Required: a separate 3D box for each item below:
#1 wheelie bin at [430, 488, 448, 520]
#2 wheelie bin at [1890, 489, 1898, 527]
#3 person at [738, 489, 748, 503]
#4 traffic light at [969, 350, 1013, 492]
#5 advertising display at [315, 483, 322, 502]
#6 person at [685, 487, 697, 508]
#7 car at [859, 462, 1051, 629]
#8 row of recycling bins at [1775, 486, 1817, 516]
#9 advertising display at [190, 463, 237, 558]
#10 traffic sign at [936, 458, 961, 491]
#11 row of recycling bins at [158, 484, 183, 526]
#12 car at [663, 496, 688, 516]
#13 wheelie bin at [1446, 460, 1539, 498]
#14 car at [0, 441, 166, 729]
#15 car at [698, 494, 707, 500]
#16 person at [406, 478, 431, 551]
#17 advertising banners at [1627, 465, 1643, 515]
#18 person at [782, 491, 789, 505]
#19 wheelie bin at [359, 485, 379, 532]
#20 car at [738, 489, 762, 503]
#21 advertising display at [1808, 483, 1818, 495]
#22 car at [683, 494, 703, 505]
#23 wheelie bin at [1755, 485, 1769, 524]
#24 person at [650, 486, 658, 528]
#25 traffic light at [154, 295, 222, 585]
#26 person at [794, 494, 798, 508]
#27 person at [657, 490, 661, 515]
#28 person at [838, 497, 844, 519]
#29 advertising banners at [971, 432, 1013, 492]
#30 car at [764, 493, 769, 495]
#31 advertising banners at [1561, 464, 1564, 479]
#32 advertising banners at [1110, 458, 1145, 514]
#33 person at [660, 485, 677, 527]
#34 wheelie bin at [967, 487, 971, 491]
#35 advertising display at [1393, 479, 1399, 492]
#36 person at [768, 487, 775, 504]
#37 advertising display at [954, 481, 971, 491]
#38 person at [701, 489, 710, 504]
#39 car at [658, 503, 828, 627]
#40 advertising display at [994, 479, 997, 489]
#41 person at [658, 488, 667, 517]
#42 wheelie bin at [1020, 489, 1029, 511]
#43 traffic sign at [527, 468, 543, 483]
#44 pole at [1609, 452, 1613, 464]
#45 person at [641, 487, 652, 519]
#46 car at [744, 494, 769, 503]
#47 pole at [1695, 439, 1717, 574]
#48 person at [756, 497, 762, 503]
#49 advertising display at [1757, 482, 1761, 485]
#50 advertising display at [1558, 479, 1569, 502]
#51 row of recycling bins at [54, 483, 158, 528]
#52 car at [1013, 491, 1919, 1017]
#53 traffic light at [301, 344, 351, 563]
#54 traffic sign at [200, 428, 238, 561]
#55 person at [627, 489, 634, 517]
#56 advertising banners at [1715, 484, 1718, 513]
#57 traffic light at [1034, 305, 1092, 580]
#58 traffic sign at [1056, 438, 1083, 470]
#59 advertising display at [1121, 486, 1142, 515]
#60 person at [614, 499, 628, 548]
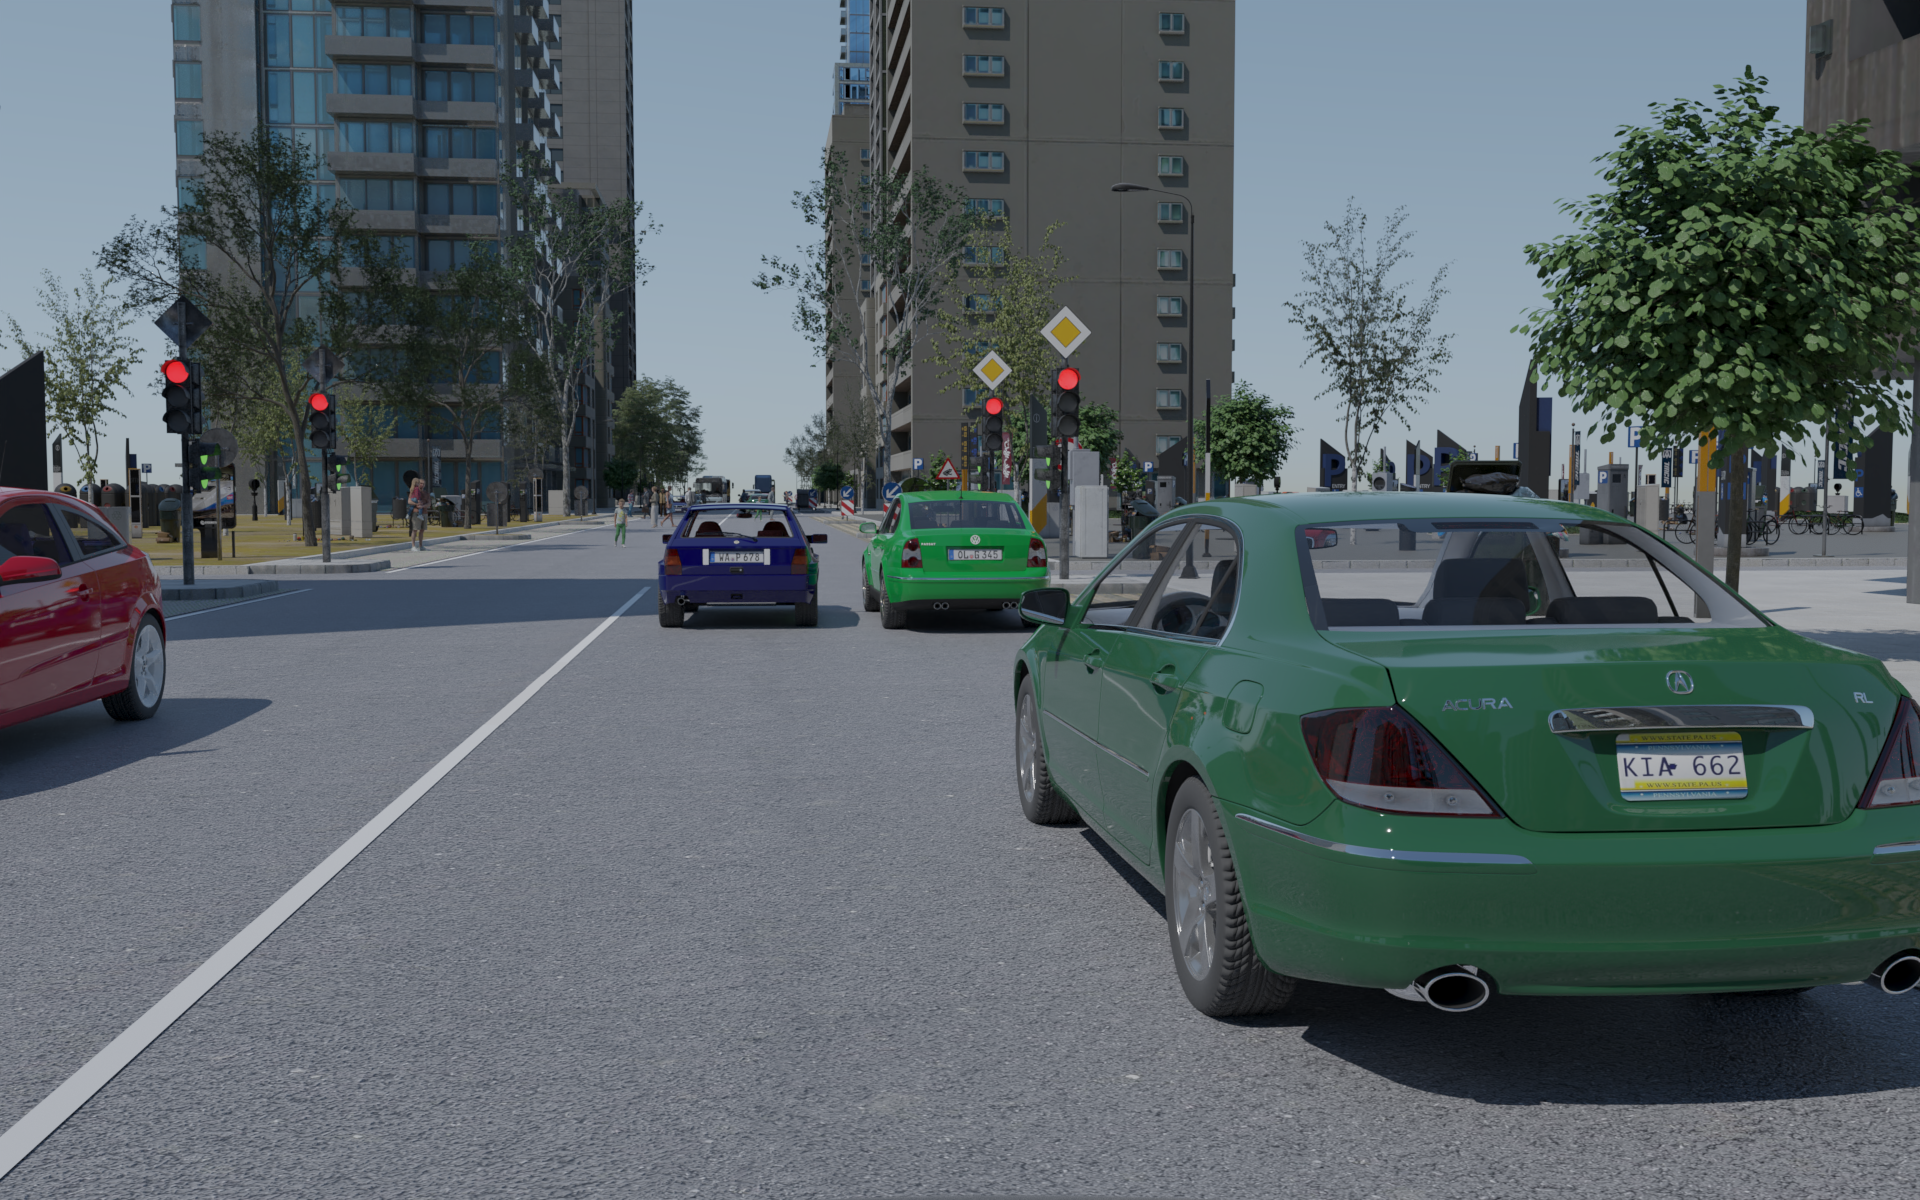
[{"bbox_3d":[-25.378,-4.676,84.369,0.980,1.594,0.693,-3,4,-36],"label":"wheelie bin"},{"bbox_3d":[34.012,-3.410,63.668,0.980,1.594,0.693,-1,4,-19],"label":"wheelie bin"},{"bbox_3d":[-16.874,-7.744,135.107,0.705,1.826,1.348,1,4,23],"label":"person"},{"bbox_3d":[0.606,-2.750,33.880,0.839,4.253,0.868,0,4,-7],"label":"traffic light"},{"bbox_3d":[-36.301,-5.711,98.584,0.123,1.923,0.974,2,4,26],"label":"advertising display"},{"bbox_3d":[-15.179,-5.455,97.782,0.679,1.850,0.850,-1,4,-17],"label":"person"},{"bbox_3d":[-0.133,-0.676,19.855,1.959,1.807,4.718,0,4,-7],"label":"car"},{"bbox_3d":[45.931,-5.412,95.596,1.069,1.692,3.534,-1,4,-11],"label":"row of recycling bins"},{"bbox_3d":[-15.009,-1.801,34.658,0.974,1.923,0.123,-1,4,-15],"label":"advertising display"},{"bbox_3d":[-0.422,-3.755,61.399,0.884,2.594,0.081,0,4,1],"label":"traffic sign"},{"bbox_3d":[-32.309,-3.840,69.902,1.069,1.692,3.534,0,4,1],"label":"row of recycling bins"},{"bbox_3d":[-18.448,-6.141,112.990,1.945,1.354,3.894,0,4,-8],"label":"car"},{"bbox_3d":[4.944,-0.508,16.221,0.980,1.594,0.693,0,4,5],"label":"wheelie bin"},{"bbox_3d":[-5.863,-0.027,9.481,2.155,1.783,4.494,0,4,-7],"label":"car"},{"bbox_3d":[-22.648,-8.307,147.611,2.131,1.459,4.920,-1,4,-9],"label":"car"},{"bbox_3d":[-13.539,-2.129,43.291,0.573,1.828,0.580,0,4,-5],"label":"person"},{"bbox_3d":[39.914,-6.513,102.675,2.074,3.025,0.090,-3,5,-39],"label":"advertising banners"},{"bbox_3d":[-18.157,-10.458,180.012,0.750,1.759,0.617,0,4,-1],"label":"person"},{"bbox_3d":[-20.044,-3.081,58.285,0.693,1.594,0.980,1,4,13],"label":"wheelie bin"},{"bbox_3d":[-17.557,-8.393,145.903,2.281,1.827,5.304,-1,4,-9],"label":"car"},{"bbox_3d":[49.790,-5.867,101.139,0.974,1.923,0.123,-3,5,-39],"label":"advertising display"},{"bbox_3d":[-22.075,-7.968,142.067,2.131,1.459,4.920,0,4,-6],"label":"car"},{"bbox_3d":[28.695,-3.339,62.497,0.693,1.594,0.980,-3,5,-42],"label":"wheelie bin"},{"bbox_3d":[-13.064,-3.968,73.927,0.362,1.759,0.519,0,4,3],"label":"person"},{"bbox_3d":[-10.922,-2.173,24.457,0.839,4.253,0.868,0,4,-7],"label":"traffic light"},{"bbox_3d":[-16.667,-10.289,177.657,0.756,1.711,0.436,-3,4,-36],"label":"person"},{"bbox_3d":[-20.916,-6.797,120.355,0.721,1.735,1.217,3,5,43],"label":"person"},{"bbox_3d":[-6.630,-5.175,97.376,0.475,1.303,0.640,-2,4,-23],"label":"person"},{"bbox_3d":[0.884,-3.248,49.292,0.090,3.025,2.074,-2,4,-35],"label":"advertising banners"},{"bbox_3d":[-24.020,-12.459,212.745,2.155,1.783,4.494,0,4,-7],"label":"car"},{"bbox_3d":[34.844,-6.397,100.781,0.090,3.025,2.074,0,4,4],"label":"advertising banners"},{"bbox_3d":[8.153,-5.322,83.208,2.074,3.025,0.090,0,4,-1],"label":"advertising banners"},{"bbox_3d":[-12.740,-4.103,75.677,0.778,1.811,0.616,1,4,9],"label":"person"},{"bbox_3d":[0.568,-4.408,79.979,0.693,1.594,0.980,-1,4,-18],"label":"wheelie bin"},{"bbox_3d":[18.422,-4.213,74.089,0.974,1.923,0.123,-3,5,-41],"label":"advertising display"},{"bbox_3d":[-10.235,-5.244,94.335,0.391,1.810,0.635,0,4,2],"label":"person"},{"bbox_3d":[0.133,-4.924,85.728,0.974,1.923,0.123,-3,4,-37],"label":"advertising display"},{"bbox_3d":[-20.258,-7.885,137.424,0.705,1.824,1.348,1,4,20],"label":"person"},{"bbox_3d":[-2.500,-0.455,20.025,1.945,1.354,3.894,0,4,-5],"label":"car"},{"bbox_3d":[1.160,-4.346,76.277,0.974,1.923,0.123,2,4,31],"label":"advertising display"},{"bbox_3d":[-18.806,-6.182,109.664,1.348,1.812,0.705,0,4,4],"label":"person"},{"bbox_3d":[3.621,-5.616,99.737,0.693,1.594,0.980,-1,4,-17],"label":"wheelie bin"},{"bbox_3d":[-20.435,-5.092,83.364,0.768,2.556,0.104,0,4,-2],"label":"traffic sign"},{"bbox_3d":[31.394,-5.489,83.585,0.158,3.312,0.155,0,3,0],"label":"pole"},{"bbox_3d":[-18.114,-5.608,100.158,0.822,1.834,0.622,-3,4,-36],"label":"person"},{"bbox_3d":[-13.769,-6.555,118.969,2.131,1.459,4.920,0,4,-8],"label":"car"},{"bbox_3d":[7.696,-1.468,17.844,0.158,3.312,0.155,0,3,0],"label":"pole"},{"bbox_3d":[-10.415,-4.698,89.567,0.590,1.304,0.306,2,4,35],"label":"person"},{"bbox_3d":[42.986,-5.365,92.930,0.974,1.923,0.123,-3,5,-43],"label":"advertising display"},{"bbox_3d":[25.529,-4.149,73.050,0.974,1.923,0.123,-3,5,-41],"label":"advertising display"},{"bbox_3d":[-32.307,-3.552,65.182,3.534,1.692,1.069,0,4,2],"label":"row of recycling bins"},{"bbox_3d":[1.361,0.338,6.272,2.131,1.459,4.920,0,4,-7],"label":"car"},{"bbox_3d":[-11.866,-2.658,32.386,0.839,4.253,0.868,0,4,-7],"label":"traffic light"},{"bbox_3d":[-14.290,-2.034,33.366,0.768,2.556,0.104,0,4,-3],"label":"traffic sign"},{"bbox_3d":[-20.417,-5.995,107.351,0.643,1.720,0.563,-2,4,-35],"label":"person"},{"bbox_3d":[32.428,-4.774,74.247,0.090,3.025,2.074,2,4,26],"label":"advertising banners"},{"bbox_3d":[1.550,-2.265,25.951,0.839,4.253,0.868,0,4,-7],"label":"traffic light"},{"bbox_3d":[2.372,-2.357,38.636,0.768,2.556,0.104,0,4,2],"label":"traffic sign"},{"bbox_3d":[7.689,-4.431,77.652,0.974,1.923,0.123,-1,4,-11],"label":"advertising display"},{"bbox_3d":[-9.122,-2.066,46.525,0.306,1.304,0.590,-2,4,-35],"label":"person"}]
